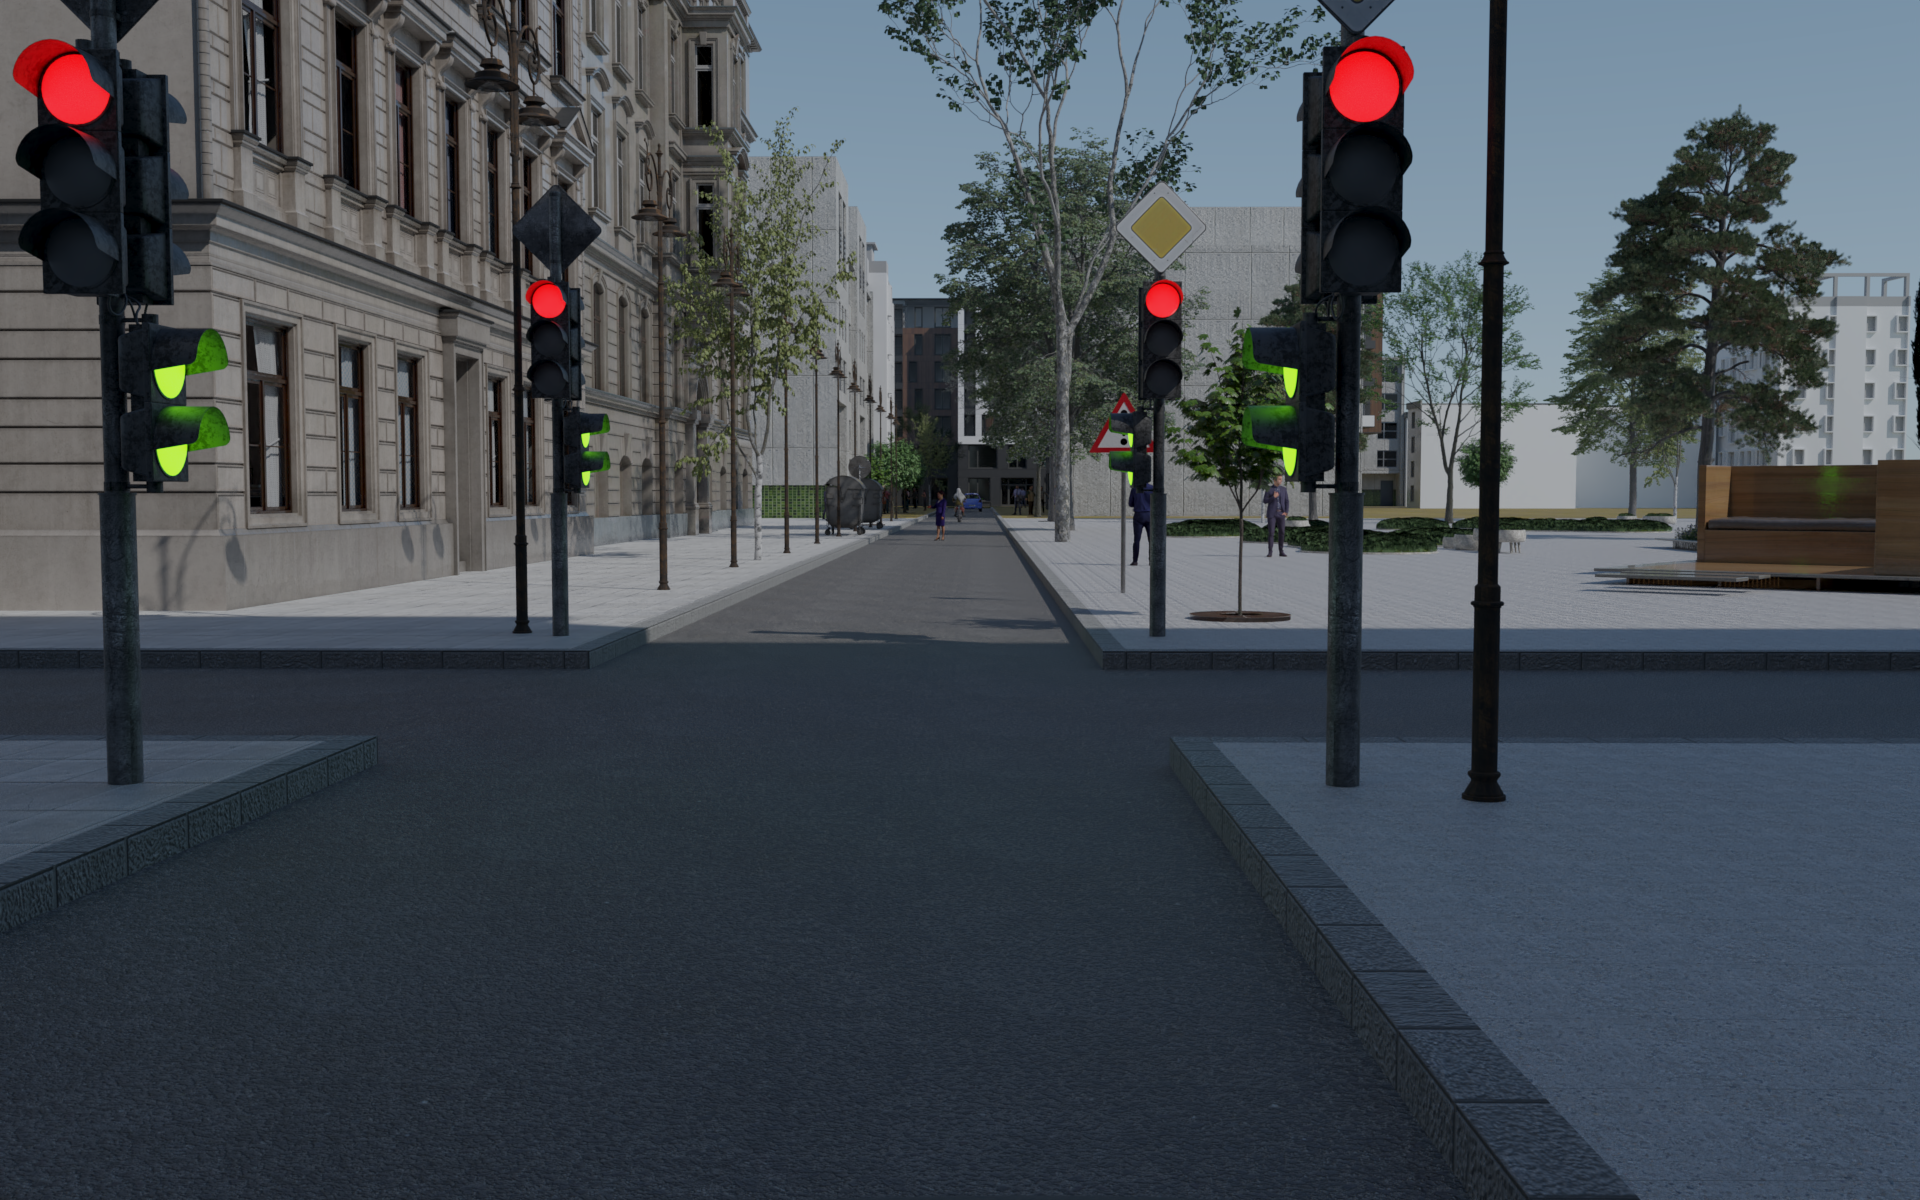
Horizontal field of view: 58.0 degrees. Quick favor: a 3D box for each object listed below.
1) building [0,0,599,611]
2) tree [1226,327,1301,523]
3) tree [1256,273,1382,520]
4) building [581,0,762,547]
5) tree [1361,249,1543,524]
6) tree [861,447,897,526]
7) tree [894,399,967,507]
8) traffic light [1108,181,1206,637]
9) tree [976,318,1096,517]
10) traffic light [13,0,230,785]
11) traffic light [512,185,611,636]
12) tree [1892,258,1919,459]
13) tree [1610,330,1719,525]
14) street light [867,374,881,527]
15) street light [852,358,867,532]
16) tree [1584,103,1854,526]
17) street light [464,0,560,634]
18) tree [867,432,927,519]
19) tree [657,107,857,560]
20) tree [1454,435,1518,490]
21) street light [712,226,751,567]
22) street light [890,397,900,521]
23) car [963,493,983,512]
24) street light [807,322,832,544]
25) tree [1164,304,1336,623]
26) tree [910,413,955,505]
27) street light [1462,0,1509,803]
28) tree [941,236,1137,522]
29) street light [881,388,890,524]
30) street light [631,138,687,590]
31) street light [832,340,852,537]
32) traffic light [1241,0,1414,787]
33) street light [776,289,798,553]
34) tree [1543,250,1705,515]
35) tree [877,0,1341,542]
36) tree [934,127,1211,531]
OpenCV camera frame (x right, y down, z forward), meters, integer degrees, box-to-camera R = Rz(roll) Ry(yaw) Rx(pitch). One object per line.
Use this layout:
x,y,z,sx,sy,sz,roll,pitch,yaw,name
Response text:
-12.651,-9.964,27.532,10.561,19.102,19.286,0,4,1,building
13.432,-7.686,76.036,4.737,8.622,4.395,0,3,0,tree
17.038,-9.886,83.686,6.751,12.117,7.091,0,3,0,tree
-13.921,-14.392,54.388,14.460,24.649,34.723,0,4,1,building
21.196,-9.132,75.068,9.928,11.665,9.643,0,3,0,tree
-3.654,-4.666,70.892,1.663,3.219,1.824,0,3,0,tree
-3.522,-14.331,168.723,8.767,10.594,7.601,-1,4,-9,tree
1.764,-1.607,15.516,0.839,4.213,0.868,0,4,1,traffic light
4.445,-10.370,95.312,9.928,11.665,9.643,0,3,0,tree
-3.691,-1.121,7.578,0.839,4.213,0.868,0,4,1,traffic light
-3.598,-1.610,15.563,0.839,4.213,0.868,0,4,1,traffic light
49.385,-10.867,79.490,13.155,14.587,18.604,0,4,-6,tree
29.926,-7.490,72.820,4.737,8.622,4.395,0,3,0,tree
-3.439,-5.726,66.409,0.468,5.910,1.993,0,4,1,street light
-3.582,-5.281,59.130,0.468,5.910,1.993,0,4,1,street light
21.195,-7.763,48.978,6.751,12.117,7.091,0,3,0,tree
-4.040,-2.631,15.811,0.468,5.910,1.993,0,4,1,street light
-3.570,-6.582,91.335,4.285,4.588,4.351,0,3,0,tree
-3.952,-5.089,33.572,4.737,8.622,4.395,0,3,0,tree
27.037,-6.457,89.278,4.285,4.588,4.351,0,3,0,tree
-3.961,-3.509,30.167,0.468,5.910,1.993,0,4,1,street light
-3.219,-6.621,81.034,0.468,5.910,1.993,0,4,1,street light
0.933,-7.997,140.347,1.945,1.707,3.694,0,4,-1,car
-3.684,-4.386,44.493,0.468,5.910,1.993,0,4,1,street light
2.858,-1.421,17.838,1.663,3.219,1.824,0,3,0,tree
-2.665,-12.588,156.168,4.737,8.622,4.395,0,3,0,tree
2.204,-2.099,7.109,0.468,5.910,1.993,0,4,1,street light
4.377,-10.366,79.859,12.009,13.543,11.850,0,3,0,tree
-3.379,-6.179,73.819,0.468,5.910,1.993,0,4,1,street light
-3.966,-3.071,23.003,0.468,5.910,1.993,0,4,1,street light
-3.649,-4.843,51.966,0.468,5.910,1.993,0,4,1,street light
1.670,-1.118,7.532,0.839,4.213,0.868,0,4,1,traffic light
-3.749,-3.947,37.329,0.468,5.910,1.993,0,4,1,street light
31.255,-9.954,80.881,7.486,12.596,7.792,0,3,0,tree
3.904,-11.558,44.863,12.611,20.169,13.585,0,3,0,tree
3.834,-9.419,60.663,9.857,13.997,8.962,0,3,0,tree
